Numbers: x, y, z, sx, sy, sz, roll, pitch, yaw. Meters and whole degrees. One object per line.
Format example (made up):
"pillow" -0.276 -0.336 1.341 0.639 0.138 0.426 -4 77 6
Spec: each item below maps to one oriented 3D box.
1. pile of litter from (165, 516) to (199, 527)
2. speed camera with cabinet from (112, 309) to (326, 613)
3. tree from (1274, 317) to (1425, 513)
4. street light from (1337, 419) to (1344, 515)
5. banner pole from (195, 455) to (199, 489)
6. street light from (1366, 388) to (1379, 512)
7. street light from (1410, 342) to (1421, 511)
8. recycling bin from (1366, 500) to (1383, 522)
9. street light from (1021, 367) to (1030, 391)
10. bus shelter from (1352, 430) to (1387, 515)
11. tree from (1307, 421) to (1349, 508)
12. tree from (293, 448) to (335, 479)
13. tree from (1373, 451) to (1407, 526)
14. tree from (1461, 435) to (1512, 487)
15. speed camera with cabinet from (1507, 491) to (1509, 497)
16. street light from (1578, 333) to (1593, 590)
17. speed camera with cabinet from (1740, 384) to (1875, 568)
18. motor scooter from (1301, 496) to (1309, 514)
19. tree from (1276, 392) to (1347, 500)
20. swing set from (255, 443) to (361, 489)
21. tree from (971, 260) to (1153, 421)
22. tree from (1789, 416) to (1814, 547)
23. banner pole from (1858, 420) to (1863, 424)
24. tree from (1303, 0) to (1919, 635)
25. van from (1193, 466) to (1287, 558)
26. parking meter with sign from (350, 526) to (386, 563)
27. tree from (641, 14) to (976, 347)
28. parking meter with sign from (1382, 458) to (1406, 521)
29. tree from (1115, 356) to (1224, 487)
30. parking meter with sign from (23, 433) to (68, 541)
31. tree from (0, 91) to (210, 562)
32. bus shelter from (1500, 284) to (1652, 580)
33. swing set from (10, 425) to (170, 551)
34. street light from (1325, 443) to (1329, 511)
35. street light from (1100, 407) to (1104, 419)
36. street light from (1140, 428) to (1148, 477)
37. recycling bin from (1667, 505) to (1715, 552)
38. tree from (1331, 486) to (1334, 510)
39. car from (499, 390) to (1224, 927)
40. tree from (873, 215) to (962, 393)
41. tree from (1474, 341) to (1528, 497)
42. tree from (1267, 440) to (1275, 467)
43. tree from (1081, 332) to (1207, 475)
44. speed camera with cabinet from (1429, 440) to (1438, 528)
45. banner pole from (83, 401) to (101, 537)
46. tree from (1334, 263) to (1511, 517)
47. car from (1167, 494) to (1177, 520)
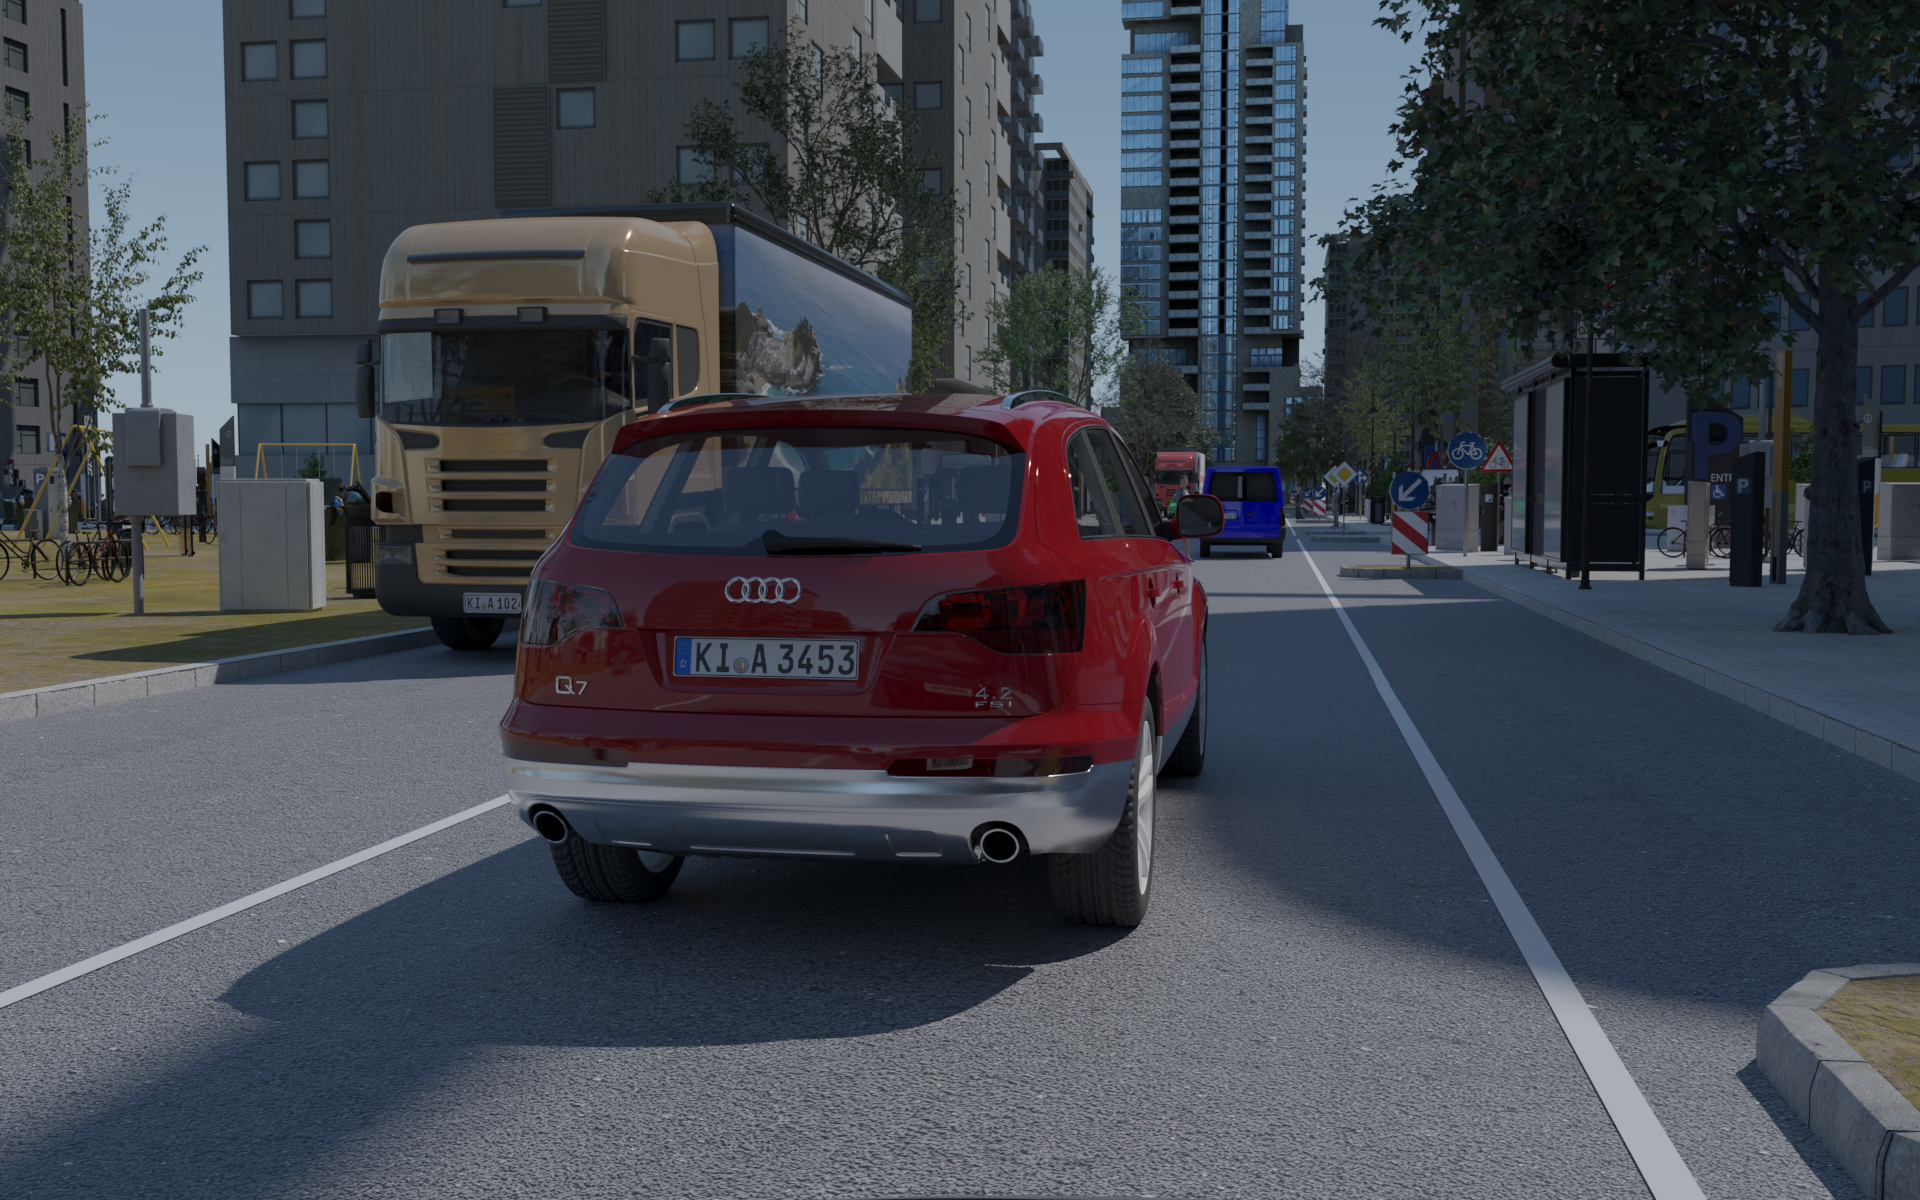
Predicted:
"pile of litter" -30.890 -3.349 68.724 1.176 0.858 1.719 2 4 29
"speed camera with cabinet" -8.040 -1.498 18.828 2.038 3.252 0.660 0 4 -5
"tree" 26.637 -12.693 117.898 12.009 13.543 11.850 0 3 0
"street light" 22.946 -8.054 104.475 0.468 5.910 1.993 1 4 10
"banner pole" -48.852 -7.376 110.610 0.863 3.779 0.401 -3 5 -42
"street light" 17.968 -6.281 75.489 0.468 5.910 1.993 1 4 10
"street light" 13.547 -4.832 51.796 0.468 5.910 1.993 1 4 10
"recycling bin" 19.099 -4.105 79.678 0.722 1.027 0.722 1 4 9
"street light" 2.411 -5.523 63.092 0.468 5.910 1.993 1 4 10
"bus shelter" 25.306 -7.884 106.531 2.179 5.291 8.768 1 4 10
"tree" 35.083 -13.118 164.848 4.360 8.622 3.978 0 3 0
"tree" -26.937 -4.768 72.554 1.663 3.219 1.824 0 3 0
"tree" 17.765 -4.642 70.492 1.663 3.219 1.824 0 3 0
"tree" 29.468 -6.891 96.374 4.285 4.588 4.351 0 3 0
"speed camera with cabinet" 34.423 -7.019 109.099 2.038 3.252 0.660 3 4 36
"street light" 8.422 -3.081 23.157 0.468 5.910 1.993 1 4 10
"speed camera with cabinet" 14.465 -2.156 29.592 2.038 3.252 0.660 3 4 37
"motor scooter" 25.427 -7.003 127.272 0.815 1.314 1.986 1 4 12
"tree" 35.566 -15.169 173.760 9.928 11.665 9.643 0 3 0
"swing set" -20.143 -3.441 53.880 3.119 2.851 2.862 0 4 -8
"tree" 4.327 -9.171 75.709 9.928 11.665 9.643 0 3 0
"tree" 20.885 -2.912 42.214 1.663 3.219 1.824 0 3 0
"banner pole" 30.310 -4.196 58.624 0.401 3.779 0.863 0 4 2
"tree" 8.066 -6.049 15.903 9.611 12.733 9.660 0 3 0
"van" 6.567 -2.216 40.610 2.240 2.365 5.245 1 4 8
"parking meter with sign" -10.579 -2.221 32.570 1.738 3.016 0.543 -1 4 -9
"tree" -3.420 -6.143 34.856 8.767 10.594 7.601 1 4 19
"parking meter with sign" 20.972 -5.286 82.690 0.543 3.016 1.738 -2 4 -31
"tree" 16.436 -13.855 143.533 9.611 12.733 9.660 0 3 0
"parking meter with sign" -25.639 -3.196 48.519 0.543 3.016 1.738 0 4 -3
"tree" -16.728 -5.027 32.552 4.737 8.622 4.395 0 3 0
"bus shelter" 10.639 -3.196 29.884 2.179 5.291 8.768 1 4 10
"swing set" -20.392 -2.637 40.729 2.862 2.851 3.119 -1 4 -15
"street light" 28.201 -9.795 132.941 0.468 5.910 1.993 1 4 10
"street light" 7.523 -7.272 91.682 0.468 5.910 1.993 1 4 10
"street light" 12.753 -9.036 120.520 0.468 5.910 1.993 1 4 10
"recycling bin" 16.367 -1.605 38.795 0.722 1.027 0.722 -2 4 -29
"tree" 30.937 -9.029 142.218 1.663 3.219 1.824 0 3 0
"car" -0.055 0.076 7.423 2.281 1.827 5.304 1 4 11
"tree" -1.773 -5.818 45.482 4.737 8.622 4.395 0 3 0
"tree" 26.107 -8.033 81.703 4.360 8.622 3.978 0 3 0
"tree" 41.172 -17.651 205.607 9.611 12.733 9.660 0 3 0
"tree" 13.781 -13.487 130.877 12.009 13.543 11.850 0 3 0
"speed camera with cabinet" 17.342 -4.285 64.395 0.660 3.252 2.038 0 4 1
"banner pole" -23.176 -3.443 46.309 0.401 3.779 0.863 0 4 3
"tree" 13.217 -5.947 47.593 4.737 8.622 4.395 0 3 0
"car" 12.450 -5.303 95.505 1.959 1.807 4.718 1 4 12
